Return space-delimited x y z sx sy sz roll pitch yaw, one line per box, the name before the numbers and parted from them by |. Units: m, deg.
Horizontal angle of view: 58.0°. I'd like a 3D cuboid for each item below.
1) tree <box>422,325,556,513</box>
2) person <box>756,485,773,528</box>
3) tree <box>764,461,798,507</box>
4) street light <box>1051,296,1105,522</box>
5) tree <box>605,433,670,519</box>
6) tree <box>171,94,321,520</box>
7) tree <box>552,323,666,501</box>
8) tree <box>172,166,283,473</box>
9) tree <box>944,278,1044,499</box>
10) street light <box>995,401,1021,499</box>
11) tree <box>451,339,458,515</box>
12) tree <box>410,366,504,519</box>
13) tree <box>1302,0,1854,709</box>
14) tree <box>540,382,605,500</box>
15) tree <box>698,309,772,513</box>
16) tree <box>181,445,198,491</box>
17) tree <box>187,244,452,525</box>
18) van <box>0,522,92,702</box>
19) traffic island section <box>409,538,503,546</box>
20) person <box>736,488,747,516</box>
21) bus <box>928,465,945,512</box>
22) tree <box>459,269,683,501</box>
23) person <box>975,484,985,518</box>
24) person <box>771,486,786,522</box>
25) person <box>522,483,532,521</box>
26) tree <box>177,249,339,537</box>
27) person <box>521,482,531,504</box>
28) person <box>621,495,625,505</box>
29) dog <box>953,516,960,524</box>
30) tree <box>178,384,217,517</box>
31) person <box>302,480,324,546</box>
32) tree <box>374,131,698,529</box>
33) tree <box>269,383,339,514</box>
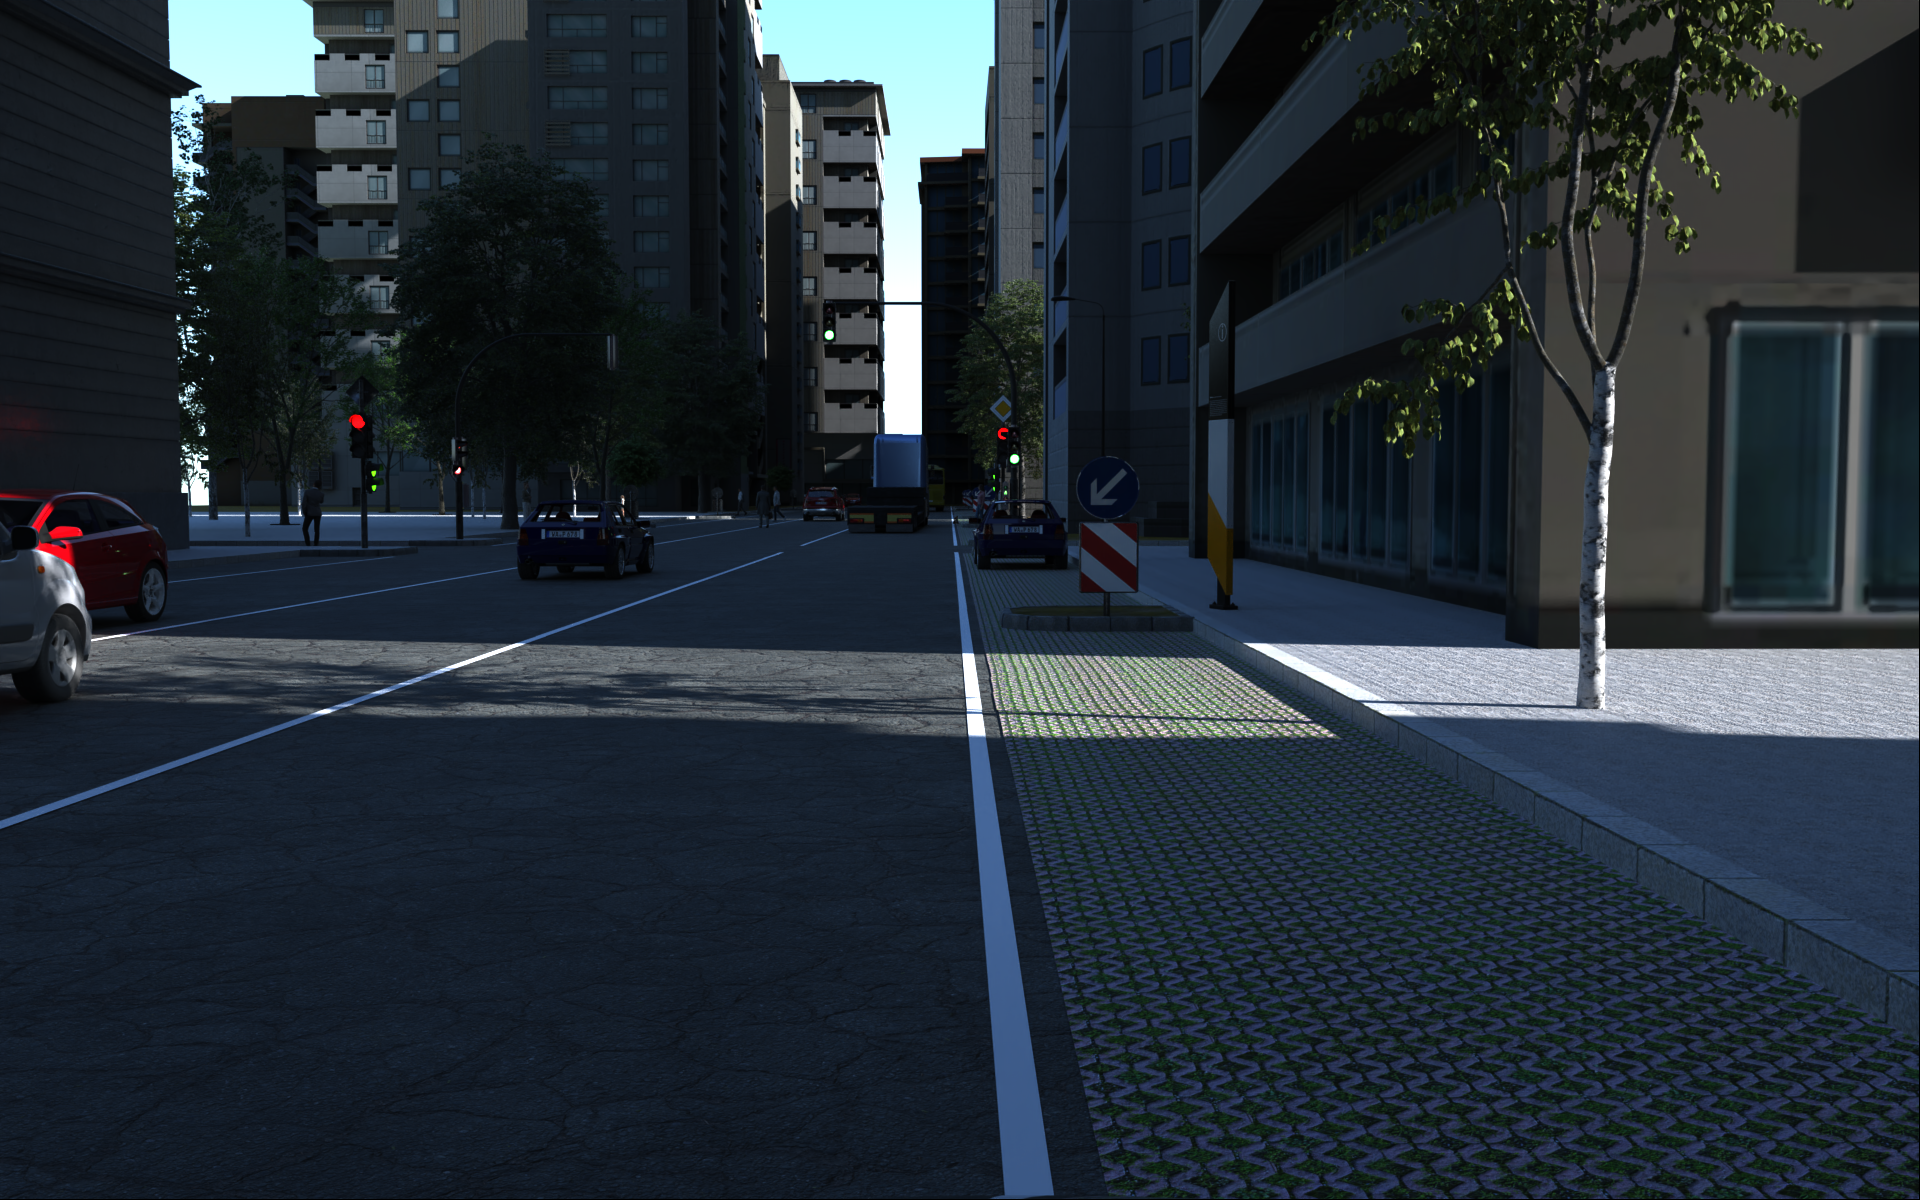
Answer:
tree | -30.439 -12.137 115.451 9.611 12.733 9.660 0 3 0
person | -8.347 -3.981 73.686 0.694 1.812 0.767 -1 4 -18
tree | -17.876 -11.564 172.778 4.285 4.588 4.351 0 3 0
street light | 2.828 -4.171 40.738 1.470 5.913 1.316 0 4 0
tree | -16.676 -6.413 88.559 4.285 4.588 4.351 0 3 0
tree | -37.612 -13.986 84.566 12.611 20.169 13.585 0 3 0
tree | -21.526 -11.461 105.517 7.486 12.596 7.792 0 3 0
tree | -27.865 -8.684 60.104 7.486 12.596 7.792 0 3 0
tree | 2.895 -10.626 91.858 7.486 12.596 7.792 0 3 0
street light | 2.424 -6.953 86.224 1.470 5.913 1.316 0 4 0
tree | -31.480 -10.955 104.876 9.928 11.665 9.643 0 3 0
tree | -24.104 -8.106 82.894 4.360 8.622 3.978 0 3 0
tree | 3.854 -3.670 10.367 4.737 8.622 4.395 0 3 0
tree | -21.681 -8.959 96.837 4.360 8.622 3.978 0 3 0
tree | -17.579 -12.900 117.568 9.857 13.997 8.962 0 3 0
tree | -55.520 -8.909 108.564 11.467 7.101 20.602 -1 4 -11
tree | -27.913 -8.913 71.479 9.928 11.665 9.643 0 3 0
van | -6.980 -0.222 10.646 2.013 2.044 4.112 0 4 -1
traffic island section | -14.198 -1.640 49.102 2.009 0.180 2.903 0 4 0
person | -14.650 -6.554 115.762 0.850 1.850 0.679 -1 4 -9
bus | -2.598 -9.364 144.654 2.896 3.916 12.252 0 4 -1
tree | -16.755 -9.458 80.389 9.928 11.665 9.643 0 3 0
person | 0.807 -3.732 69.533 0.388 1.821 0.555 -2 4 -32
person | -9.476 -5.012 90.299 0.795 1.843 0.661 -1 4 -15
person | -17.906 -3.980 71.657 0.362 1.759 0.519 0 4 6
tree | -21.483 -6.203 51.773 4.360 8.622 3.978 0 3 0
person | -19.797 -4.478 79.059 0.447 1.846 0.655 -1 4 -19
person | -19.458 -5.453 100.222 0.382 1.210 0.505 0 4 -6
dog | -0.119 -3.821 82.661 0.550 0.427 0.748 2 4 26
tree | -43.919 -9.053 98.371 4.737 8.622 4.395 0 3 0
person | -16.517 -2.171 44.173 0.592 1.802 0.473 -1 4 -23
tree | -16.365 -9.554 62.857 9.857 13.997 8.962 0 3 0
tree | -42.214 -9.854 111.481 4.737 8.622 4.395 0 3 0
